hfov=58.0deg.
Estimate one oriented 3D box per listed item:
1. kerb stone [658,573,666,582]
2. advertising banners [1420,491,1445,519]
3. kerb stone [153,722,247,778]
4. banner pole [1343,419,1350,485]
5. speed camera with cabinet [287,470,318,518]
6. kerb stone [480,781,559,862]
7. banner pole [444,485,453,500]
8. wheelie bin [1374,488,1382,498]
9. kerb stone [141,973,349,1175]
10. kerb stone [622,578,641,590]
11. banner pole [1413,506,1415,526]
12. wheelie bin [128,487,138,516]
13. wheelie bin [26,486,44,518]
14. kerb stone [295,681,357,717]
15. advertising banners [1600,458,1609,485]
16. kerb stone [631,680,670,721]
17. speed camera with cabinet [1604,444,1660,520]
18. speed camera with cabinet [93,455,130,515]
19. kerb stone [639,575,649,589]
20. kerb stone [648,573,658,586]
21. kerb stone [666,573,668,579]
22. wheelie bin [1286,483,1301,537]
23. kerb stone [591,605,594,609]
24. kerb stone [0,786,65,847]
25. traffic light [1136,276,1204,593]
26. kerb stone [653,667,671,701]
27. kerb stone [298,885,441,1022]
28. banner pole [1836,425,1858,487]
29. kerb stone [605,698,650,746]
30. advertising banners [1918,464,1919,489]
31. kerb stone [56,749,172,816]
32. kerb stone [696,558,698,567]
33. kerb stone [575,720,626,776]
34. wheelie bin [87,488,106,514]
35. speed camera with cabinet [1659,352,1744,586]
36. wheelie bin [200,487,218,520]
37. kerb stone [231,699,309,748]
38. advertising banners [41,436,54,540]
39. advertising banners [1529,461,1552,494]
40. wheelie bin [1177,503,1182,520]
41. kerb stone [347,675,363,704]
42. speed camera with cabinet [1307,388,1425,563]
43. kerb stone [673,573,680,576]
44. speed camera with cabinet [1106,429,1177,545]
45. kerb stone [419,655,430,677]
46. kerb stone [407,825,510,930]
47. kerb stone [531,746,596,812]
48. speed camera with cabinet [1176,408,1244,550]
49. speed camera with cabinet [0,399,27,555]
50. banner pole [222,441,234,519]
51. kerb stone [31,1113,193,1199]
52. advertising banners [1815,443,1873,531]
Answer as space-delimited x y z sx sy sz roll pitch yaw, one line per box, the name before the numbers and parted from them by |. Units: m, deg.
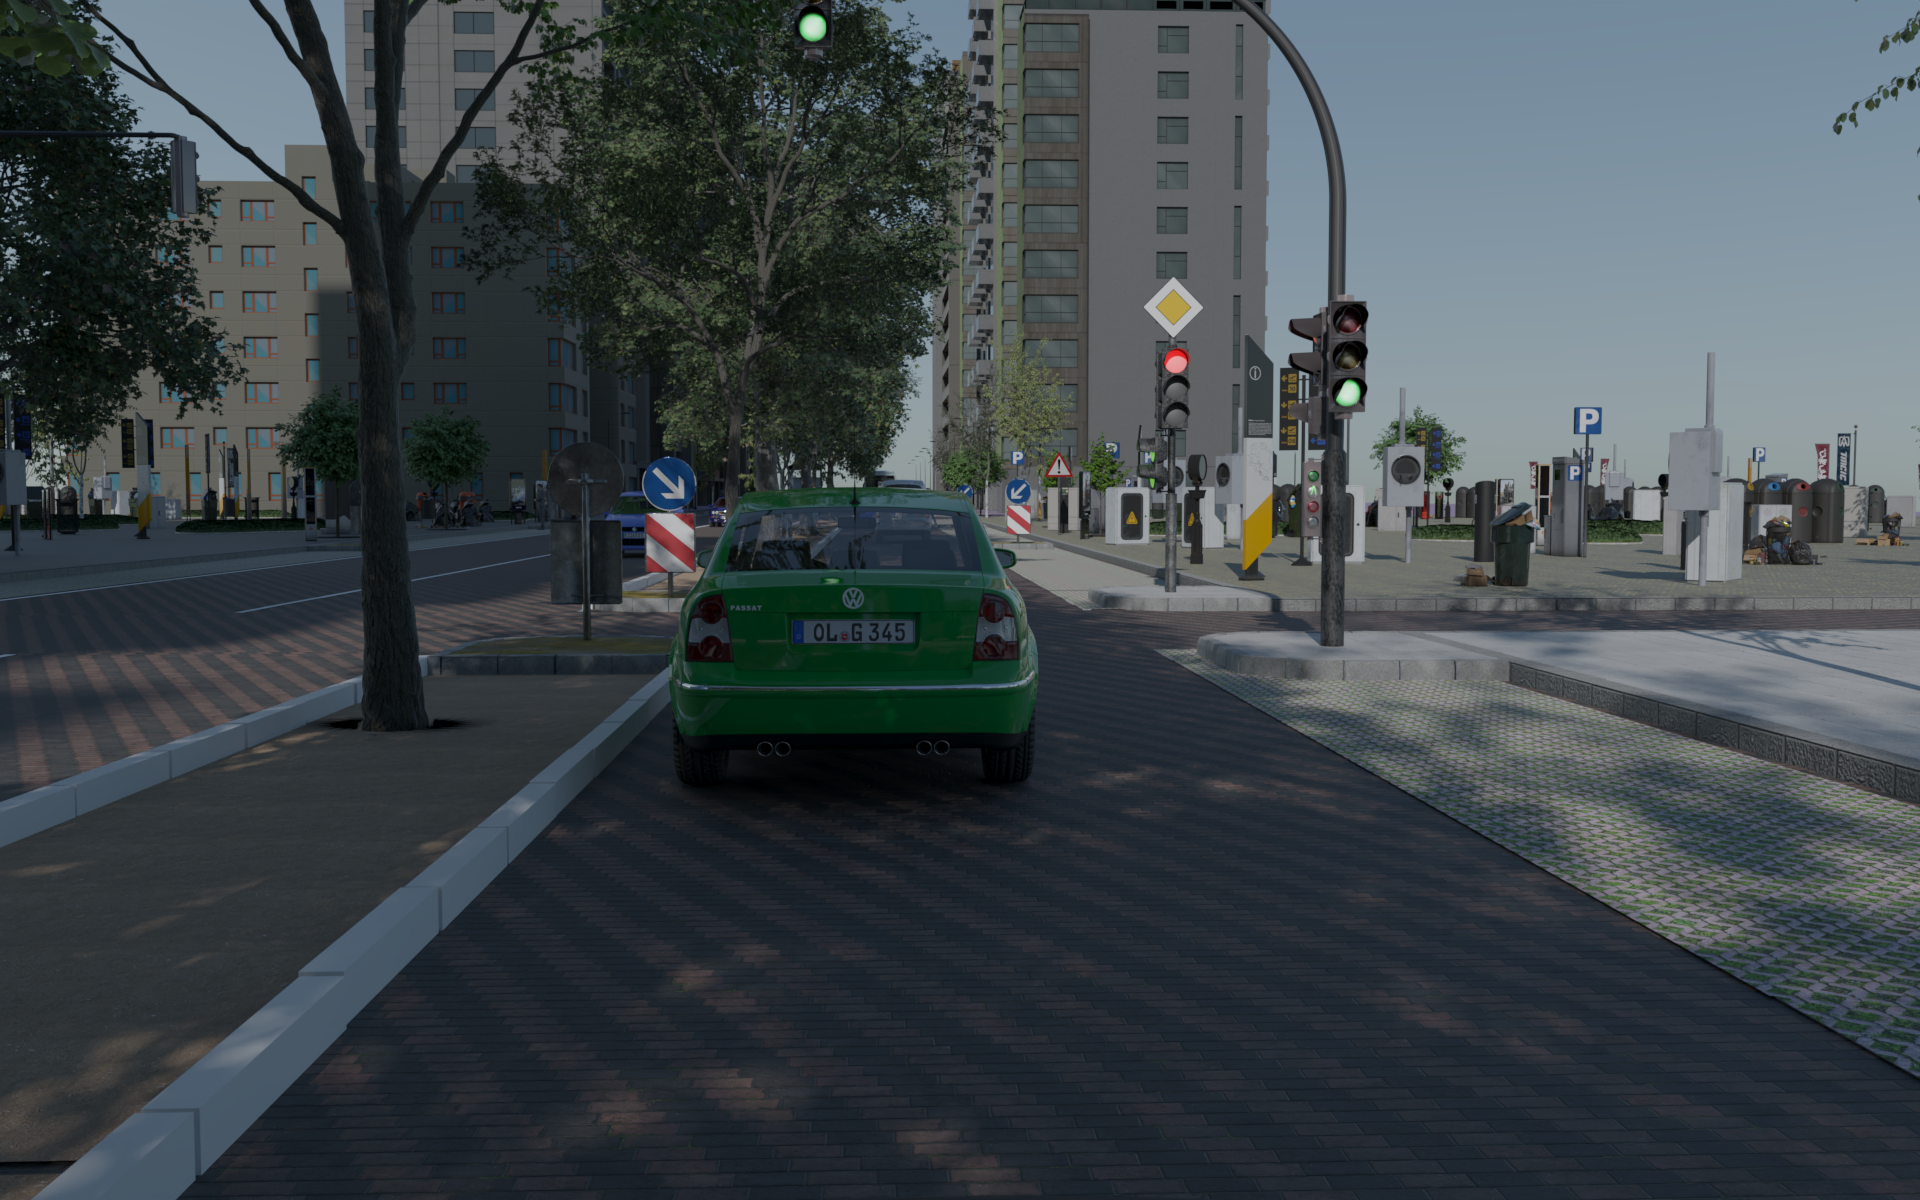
kerb stone | -4.939 -0.364 28.142 0.120 0.150 1.000 0 4 -3
advertising banners | 23.714 -5.622 88.114 2.074 3.025 0.090 -1 4 -10
kerb stone | -4.027 0.797 9.161 0.120 0.150 1.000 0 4 -3
banner pole | 10.353 -3.482 46.955 0.863 3.779 0.401 -2 4 -35
speed camera with cabinet | -33.980 -5.817 89.449 0.660 3.252 2.038 1 4 9
kerb stone | -1.831 0.921 7.200 0.120 0.150 1.000 0 4 -3
banner pole | -24.092 -5.607 81.684 0.401 3.779 0.863 1 4 14
wheelie bin | 22.334 -5.112 91.488 0.693 1.594 0.980 -2 4 -28
kerb stone | -1.679 1.111 4.134 0.120 0.150 1.000 0 4 -3
kerb stone | -4.790 -0.176 25.080 0.120 0.150 1.000 0 4 -3
banner pole | 17.879 -4.824 68.883 0.401 3.779 0.863 -3 5 -39
wheelie bin | -38.728 -4.508 81.608 0.980 1.594 0.693 2 4 25
wheelie bin | -36.581 -3.702 68.437 0.980 1.594 0.693 -2 4 -29
kerb stone | -4.136 0.674 11.219 0.120 0.150 1.000 0 4 -3
advertising banners | 30.966 -5.427 84.922 2.074 3.025 0.090 -1 4 -19
kerb stone | -2.034 0.666 11.314 0.120 0.150 1.000 0 4 -3
speed camera with cabinet | 26.603 -4.537 68.523 2.038 3.252 0.660 1 4 16
speed camera with cabinet | -43.570 -5.798 89.137 0.660 3.252 2.038 1 4 20
kerb stone | -4.845 -0.239 26.100 0.120 0.150 1.000 0 4 -3
kerb stone | -4.886 -0.301 27.121 0.120 0.150 1.000 0 4 -3
kerb stone | -4.991 -0.423 29.174 0.120 0.150 1.000 0 4 -3
wheelie bin | 10.131 -2.661 51.420 0.693 1.594 0.980 2 4 31
kerb stone | -4.652 0.011 22.011 0.120 0.150 1.000 0 4 -3
kerb stone | -3.930 0.922 7.119 0.120 0.150 1.000 0 4 -3
traffic light | 2.735 -2.055 22.524 0.839 4.253 0.868 0 4 -3
kerb stone | -2.084 0.604 12.343 0.120 0.150 1.000 0 4 -3
kerb stone | -1.740 1.042 5.154 0.120 0.150 1.000 0 4 -3
banner pole | 32.107 -4.442 62.645 0.863 3.779 0.401 0 4 5
kerb stone | -1.979 0.731 10.277 0.120 0.150 1.000 0 4 -3
advertising banners | 56.029 -6.337 99.800 0.090 3.025 2.074 -1 4 -18
kerb stone | -3.982 0.860 8.140 0.120 0.150 1.000 0 4 -3
kerb stone | -5.286 -0.798 35.315 0.120 0.150 1.000 0 4 -3
kerb stone | -1.928 0.795 9.247 0.120 0.150 1.000 0 4 -3
wheelie bin | -45.118 -5.050 90.471 0.693 1.594 0.980 2 4 32
speed camera with cabinet | 10.744 -1.870 24.916 0.660 3.252 2.038 3 4 37
wheelie bin | -34.533 -4.390 79.692 0.693 1.594 0.980 -3 4 -37
kerb stone | -4.073 0.734 10.195 0.120 0.150 1.000 0 4 -3
advertising banners | -25.539 -3.198 48.480 0.090 3.025 2.074 -3 4 -36
advertising banners | 31.418 -5.915 92.902 2.074 3.025 0.090 -1 4 -13
wheelie bin | 9.800 -4.255 77.476 0.980 1.594 0.693 -1 4 -18
kerb stone | -4.174 0.609 12.247 0.120 0.150 1.000 0 4 -3
speed camera with cabinet | 7.528 -2.312 32.140 2.038 3.252 0.660 0 4 4
kerb stone | -5.038 -0.489 30.194 0.120 0.150 1.000 0 4 -3
speed camera with cabinet | 4.721 -3.036 43.968 2.038 3.252 0.660 -2 4 -25
kerb stone | -4.230 0.546 13.270 0.120 0.150 1.000 0 4 -3
kerb stone | -1.783 0.983 6.178 0.120 0.150 1.000 0 4 -3
kerb stone | -1.883 0.855 8.222 0.120 0.150 1.000 0 4 -3
speed camera with cabinet | 5.950 -2.811 40.294 0.660 3.252 2.038 -2 4 -26
speed camera with cabinet | -20.595 -2.565 36.271 2.038 3.252 0.660 1 4 16
banner pole | -34.748 -5.645 82.320 0.401 3.779 0.863 2 4 28
kerb stone | -1.633 1.173 3.113 0.120 0.150 1.000 0 4 -3
advertising banners | 30.563 -3.900 59.954 2.074 3.025 0.090 0 4 -2
